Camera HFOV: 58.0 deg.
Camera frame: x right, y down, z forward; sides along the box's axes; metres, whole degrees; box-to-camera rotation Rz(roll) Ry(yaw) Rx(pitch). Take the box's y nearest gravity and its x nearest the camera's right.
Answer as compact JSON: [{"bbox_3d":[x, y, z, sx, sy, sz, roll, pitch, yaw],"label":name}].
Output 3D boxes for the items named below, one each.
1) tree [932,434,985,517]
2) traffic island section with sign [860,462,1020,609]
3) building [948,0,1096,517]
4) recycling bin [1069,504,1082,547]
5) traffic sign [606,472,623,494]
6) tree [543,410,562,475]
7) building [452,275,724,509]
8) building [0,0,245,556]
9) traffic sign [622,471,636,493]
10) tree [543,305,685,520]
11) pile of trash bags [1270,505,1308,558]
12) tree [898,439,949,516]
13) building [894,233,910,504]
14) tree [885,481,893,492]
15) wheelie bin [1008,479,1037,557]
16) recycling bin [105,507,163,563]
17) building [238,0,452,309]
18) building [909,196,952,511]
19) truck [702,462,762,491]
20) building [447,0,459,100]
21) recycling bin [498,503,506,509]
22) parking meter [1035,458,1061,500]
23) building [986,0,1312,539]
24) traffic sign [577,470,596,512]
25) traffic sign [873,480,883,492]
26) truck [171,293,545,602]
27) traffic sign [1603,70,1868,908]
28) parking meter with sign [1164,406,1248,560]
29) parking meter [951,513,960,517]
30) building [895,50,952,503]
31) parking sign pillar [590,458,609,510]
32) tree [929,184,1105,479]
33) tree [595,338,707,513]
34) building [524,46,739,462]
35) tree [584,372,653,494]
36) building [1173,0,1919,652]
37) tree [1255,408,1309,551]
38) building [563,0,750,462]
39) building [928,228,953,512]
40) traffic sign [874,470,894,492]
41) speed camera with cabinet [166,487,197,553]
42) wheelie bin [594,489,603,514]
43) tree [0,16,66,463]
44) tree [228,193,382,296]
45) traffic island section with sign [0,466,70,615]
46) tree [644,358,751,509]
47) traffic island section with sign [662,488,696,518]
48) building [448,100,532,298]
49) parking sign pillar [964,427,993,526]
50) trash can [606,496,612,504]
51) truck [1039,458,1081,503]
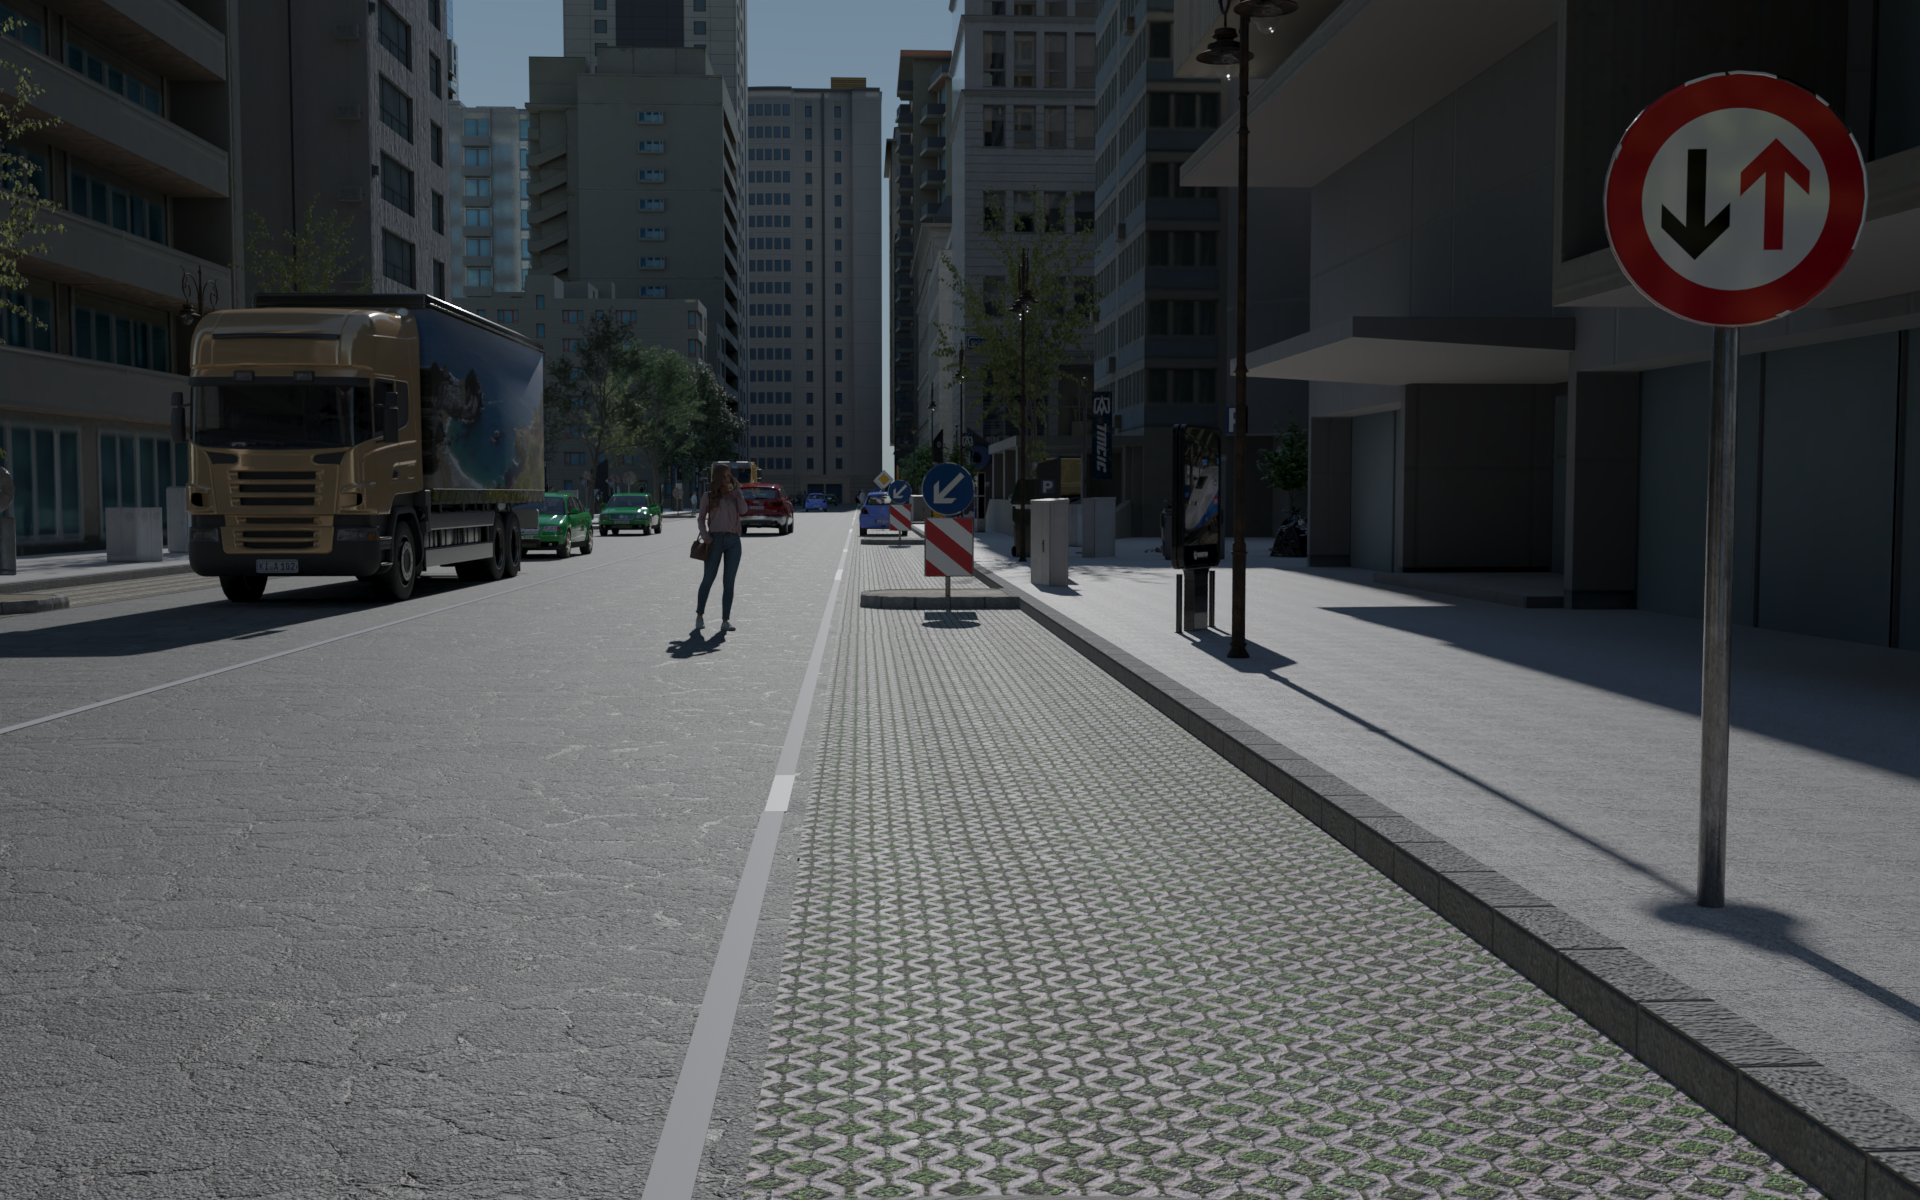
[{"bbox_3d":[-0.157,-3.730,55.579,1.663,3.219,1.824,0,3,0],"label":"tree"},{"bbox_3d":[-0.294,-0.841,22.372,1.989,1.847,2.006,0,4,-3],"label":"traffic island section with sign"},{"bbox_3d":[14.603,-18.862,85.882,29.804,29.767,11.434,0,4,-3],"label":"building"},{"bbox_3d":[2.953,-1.826,42.415,0.722,1.027,0.722,-2,4,-28],"label":"recycling bin"},{"bbox_3d":[-15.719,-4.598,78.812,0.795,2.450,0.064,0,4,-3],"label":"traffic sign"},{"bbox_3d":[-34.133,-11.546,139.133,4.360,8.622,3.978,0,3,0],"label":"tree"},{"bbox_3d":[-37.811,-19.715,167.379,27.650,21.520,28.899,0,4,-3],"label":"building"},{"bbox_3d":[-29.110,-25.098,34.053,21.300,48.544,21.600,0,4,-3],"label":"building"},{"bbox_3d":[-18.438,-5.896,96.503,0.768,2.556,0.104,0,4,1],"label":"traffic sign"},{"bbox_3d":[-18.075,-9.247,85.597,7.601,10.594,8.767,2,4,32],"label":"tree"},{"bbox_3d":[8.111,-1.600,35.918,3.447,1.369,1.912,-3,5,-41],"label":"pile of trash bags"},{"bbox_3d":[-1.840,-7.186,101.206,4.285,4.588,4.351,0,3,0],"label":"tree"},{"bbox_3d":[-0.400,-25.809,193.671,14.160,30.474,14.107,0,4,-3],"label":"building"},{"bbox_3d":[-8.730,-13.007,207.259,1.663,3.219,1.824,0,3,0],"label":"tree"},{"bbox_3d":[1.433,-1.676,35.304,0.980,1.594,0.693,2,4,29],"label":"wheelie bin"},{"bbox_3d":[-15.634,-1.238,32.794,0.722,1.027,0.722,1,4,12],"label":"recycling bin"},{"bbox_3d":[-26.160,-17.735,61.667,14.107,30.474,14.160,0,4,-3],"label":"building"},{"bbox_3d":[4.365,-18.755,139.931,16.112,22.955,30.059,0,4,-3],"label":"building"},{"bbox_3d":[-13.725,-6.735,106.035,3.469,3.379,9.791,0,4,-4],"label":"truck"},{"bbox_3d":[-83.812,-56.938,243.605,31.000,86.520,22.319,0,4,-3],"label":"building"},{"bbox_3d":[-18.361,-3.474,69.351,0.722,1.027,0.722,2,4,24],"label":"recycling bin"},{"bbox_3d":[1.416,-1.357,27.904,0.399,1.863,0.255,1,4,12],"label":"parking meter"},{"bbox_3d":[17.417,-22.281,56.177,32.217,40.220,23.993,0,4,-3],"label":"building"},{"bbox_3d":[-15.263,-4.110,70.839,0.795,2.450,0.064,0,4,-3],"label":"traffic sign"},{"bbox_3d":[-3.593,-4.639,79.482,0.795,2.450,0.064,0,4,-3],"label":"traffic sign"},{"bbox_3d":[-8.710,-2.298,26.492,2.839,4.237,11.283,0,4,-2],"label":"truck"},{"bbox_3d":[2.342,-0.319,5.325,0.768,2.556,0.104,0,4,6],"label":"traffic sign"},{"bbox_3d":[4.799,-2.303,33.907,1.738,3.016,0.543,-2,4,-34],"label":"parking meter with sign"},{"bbox_3d":[-0.152,-3.173,60.288,0.372,1.533,0.369,0,3,0],"label":"parking meter"},{"bbox_3d":[4.820,-31.587,171.068,22.147,44.769,28.867,0,4,-3],"label":"building"},{"bbox_3d":[-26.979,-8.636,129.669,1.447,3.967,1.447,0,4,-7],"label":"parking sign pillar"},{"bbox_3d":[1.547,-5.505,40.369,4.737,8.622,4.395,0,3,0],"label":"tree"},{"bbox_3d":[-20.389,-11.608,115.539,9.928,11.665,9.643,0,3,0],"label":"tree"},{"bbox_3d":[-36.065,-34.768,192.154,21.300,48.544,21.600,0,4,-3],"label":"building"},{"bbox_3d":[-20.102,-9.275,102.015,4.360,8.622,3.978,0,3,0],"label":"tree"},{"bbox_3d":[17.889,-26.190,17.448,28.713,52.752,27.495,0,4,-3],"label":"building"},{"bbox_3d":[7.449,-2.721,39.088,1.663,3.219,1.824,0,3,0],"label":"tree"},{"bbox_3d":[-37.353,-47.635,217.080,20.611,71.187,20.563,0,4,-3],"label":"building"},{"bbox_3d":[3.399,-16.009,116.502,10.420,20.320,16.860,0,4,-3],"label":"building"},{"bbox_3d":[-3.137,-4.151,71.510,0.795,2.450,0.064,0,4,-3],"label":"traffic sign"},{"bbox_3d":[-16.708,-2.706,38.575,0.660,3.252,2.038,1,4,19],"label":"speed camera with cabinet"},{"bbox_3d":[-23.302,-6.311,111.093,0.693,1.594,0.980,-3,5,-41],"label":"wheelie bin"},{"bbox_3d":[-14.935,-4.570,25.076,4.360,8.622,3.978,0,3,0],"label":"tree"},{"bbox_3d":[-16.382,-5.686,43.322,4.737,8.622,4.395,0,3,0],"label":"tree"},{"bbox_3d":[-12.112,-0.764,21.121,1.989,1.847,2.006,0,4,-3],"label":"traffic island section with sign"},{"bbox_3d":[-22.354,-14.012,146.098,9.611,12.733,9.660,0,3,0],"label":"tree"},{"bbox_3d":[-16.819,-5.800,103.454,1.989,1.847,2.006,0,4,-3],"label":"traffic island section with sign"},{"bbox_3d":[-63.509,-36.340,213.764,30.456,49.044,23.786,0,4,-3],"label":"building"},{"bbox_3d":[0.819,-4.950,69.401,1.447,3.967,1.447,2,4,27],"label":"parking sign pillar"},{"bbox_3d":[-25.763,-7.103,127.795,0.748,1.137,0.748,0,3,0],"label":"trash can"},{"bbox_3d":[7.417,-4.894,75.934,9.791,3.379,3.469,0,4,-2],"label":"truck"}]
